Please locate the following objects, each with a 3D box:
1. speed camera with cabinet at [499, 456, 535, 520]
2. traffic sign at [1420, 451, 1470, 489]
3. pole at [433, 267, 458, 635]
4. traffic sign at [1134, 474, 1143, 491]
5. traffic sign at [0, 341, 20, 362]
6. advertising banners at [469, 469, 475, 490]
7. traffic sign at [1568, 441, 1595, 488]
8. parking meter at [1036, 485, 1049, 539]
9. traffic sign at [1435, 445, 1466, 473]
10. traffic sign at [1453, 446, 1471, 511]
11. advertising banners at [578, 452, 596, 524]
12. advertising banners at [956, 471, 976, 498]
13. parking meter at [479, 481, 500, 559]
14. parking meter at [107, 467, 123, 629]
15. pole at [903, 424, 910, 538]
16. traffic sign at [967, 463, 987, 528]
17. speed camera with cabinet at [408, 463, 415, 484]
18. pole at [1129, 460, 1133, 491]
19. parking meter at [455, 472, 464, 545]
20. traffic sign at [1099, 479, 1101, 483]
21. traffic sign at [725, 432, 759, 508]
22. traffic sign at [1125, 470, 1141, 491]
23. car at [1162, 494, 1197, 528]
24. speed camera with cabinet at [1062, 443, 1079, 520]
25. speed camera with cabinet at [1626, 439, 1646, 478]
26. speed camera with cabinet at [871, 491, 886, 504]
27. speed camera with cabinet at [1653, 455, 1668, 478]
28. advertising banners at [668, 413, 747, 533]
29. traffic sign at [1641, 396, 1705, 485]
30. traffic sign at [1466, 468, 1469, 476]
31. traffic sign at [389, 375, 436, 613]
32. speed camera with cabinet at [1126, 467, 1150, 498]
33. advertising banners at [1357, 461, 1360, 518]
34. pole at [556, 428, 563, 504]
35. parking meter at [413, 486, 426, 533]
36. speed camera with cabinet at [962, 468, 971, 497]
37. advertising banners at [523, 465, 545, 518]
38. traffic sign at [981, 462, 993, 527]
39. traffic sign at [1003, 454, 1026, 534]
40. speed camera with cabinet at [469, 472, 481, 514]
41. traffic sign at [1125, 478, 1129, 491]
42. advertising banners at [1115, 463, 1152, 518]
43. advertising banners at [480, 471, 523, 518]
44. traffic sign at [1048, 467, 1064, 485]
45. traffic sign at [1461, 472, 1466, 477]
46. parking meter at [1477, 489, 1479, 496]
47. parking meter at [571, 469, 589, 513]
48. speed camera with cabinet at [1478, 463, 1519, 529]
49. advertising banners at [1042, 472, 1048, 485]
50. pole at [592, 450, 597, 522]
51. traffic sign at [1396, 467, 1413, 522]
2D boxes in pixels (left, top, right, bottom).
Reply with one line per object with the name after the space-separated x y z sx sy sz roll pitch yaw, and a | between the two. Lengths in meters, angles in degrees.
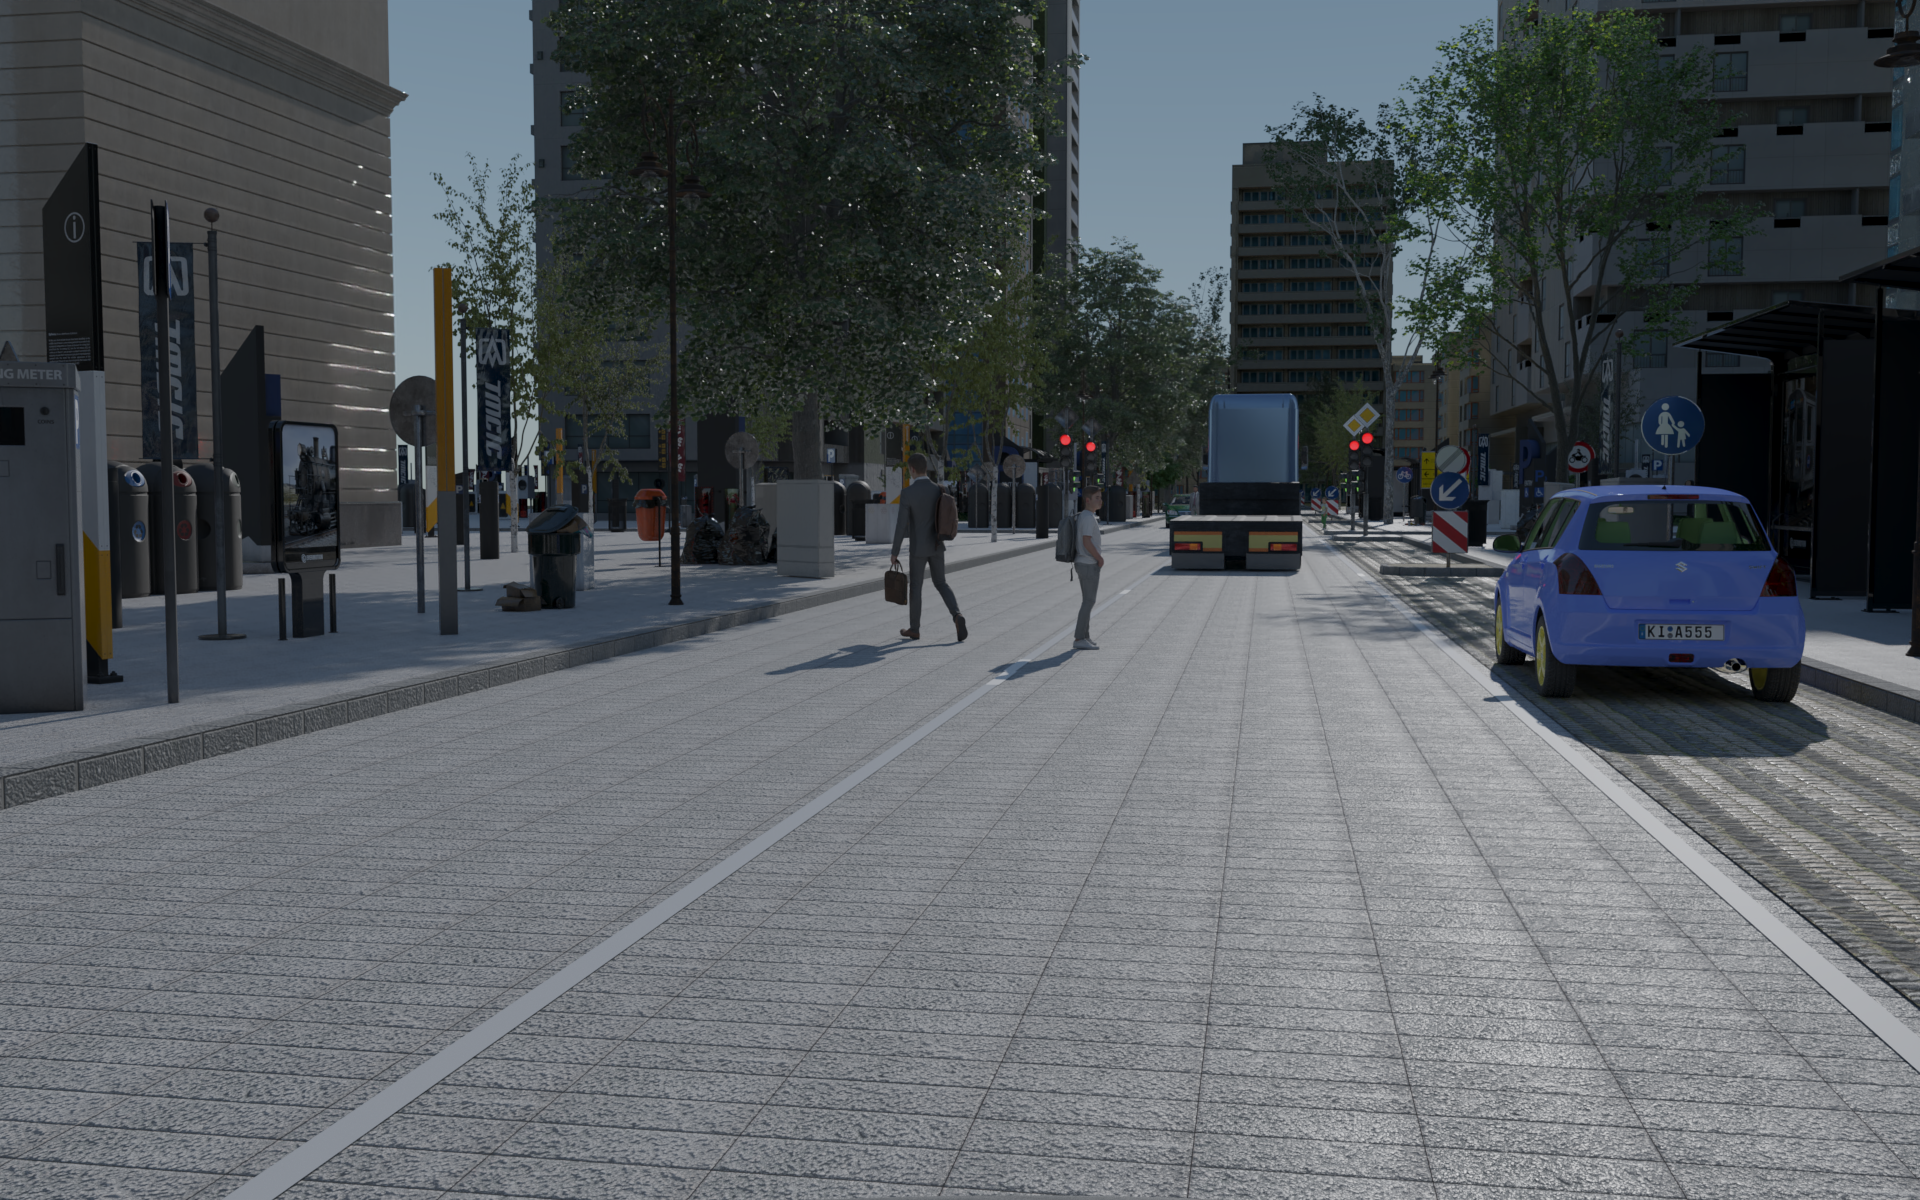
-22.169 -5.626 86.315 2.038 3.252 0.660 2 4 27 | speed camera with cabinet
23.047 -5.408 82.297 2.265 3.308 0.079 1 4 13 | traffic sign
-4.678 -1.340 15.749 0.158 3.312 0.155 0 3 0 | pole
10.914 -6.544 107.100 0.768 2.556 0.104 1 4 14 | traffic sign
-8.080 -0.901 14.730 0.884 2.594 0.081 1 4 19 | traffic sign
-34.168 -7.497 118.762 2.074 3.025 0.090 -3 5 -41 | advertising banners
14.856 -2.542 41.667 0.768 2.556 0.104 1 4 15 | traffic sign
2.374 -2.542 49.973 0.372 1.533 0.369 0 3 0 | parking meter
12.777 -2.757 45.189 0.768 2.556 0.104 1 4 12 | traffic sign
13.192 -2.814 46.123 0.768 2.556 0.104 1 4 11 | traffic sign
-15.765 -4.708 73.157 0.090 3.025 2.074 0 4 6 | advertising banners
0.474 -8.088 128.422 0.090 3.025 2.074 -3 5 -44 | advertising banners
-9.275 -1.573 34.122 0.372 1.533 0.369 0 3 0 | parking meter
-8.210 -0.495 16.508 0.372 1.533 0.369 0 3 0 | parking meter
-1.570 -3.472 50.603 0.158 3.312 0.155 0 3 0 | pole
0.616 -3.872 64.496 0.795 2.450 0.064 1 4 20 | traffic sign
-34.886 -7.003 108.832 0.660 3.252 2.038 2 4 32 | speed camera with cabinet
9.924 -6.524 100.517 0.158 3.312 0.155 0 3 0 | pole
-12.603 -2.321 43.663 0.399 1.863 0.255 0 4 -4 | parking meter
9.099 -6.803 111.328 0.768 2.556 0.104 1 4 15 | traffic sign
-4.469 -2.157 35.379 0.768 2.556 0.104 1 4 18 | traffic sign
9.399 -5.749 94.005 0.884 2.594 0.081 1 4 12 | traffic sign
9.761 -3.818 74.229 2.131 1.459 4.920 1 4 8 | car
4.289 -4.483 67.635 0.660 3.252 2.038 0 4 2 | speed camera with cabinet
23.802 -4.194 62.912 2.038 3.252 0.660 1 4 22 | speed camera with cabinet
-3.409 -5.585 85.656 2.038 3.252 0.660 0 4 1 | speed camera with cabinet
32.220 -5.290 80.825 0.660 3.252 2.038 -2 4 -25 | speed camera with cabinet
-5.366 -2.466 36.513 2.074 3.025 0.090 2 4 29 | advertising banners
9.244 -1.371 22.527 0.768 2.556 0.104 1 4 18 | traffic sign
17.741 -3.769 61.729 0.768 2.556 0.104 1 4 15 | traffic sign
-5.811 -1.131 18.604 0.768 2.556 0.104 1 4 18 | traffic sign
10.925 -7.039 109.424 2.038 3.252 0.660 1 4 14 | speed camera with cabinet
21.697 -5.929 93.133 0.090 3.025 2.074 2 4 35 | advertising banners
-12.426 -3.665 53.769 0.158 3.312 0.155 0 3 0 | pole
-17.631 -2.943 56.528 0.372 1.533 0.369 0 3 0 | parking meter
0.417 -8.333 130.587 0.660 3.252 2.038 3 5 45 | speed camera with cabinet
-23.421 -5.918 92.951 2.074 3.025 0.090 0 4 7 | advertising banners
1.125 -4.172 68.316 0.768 2.556 0.104 1 4 11 | traffic sign
1.724 -3.385 55.452 0.768 2.556 0.104 1 4 19 | traffic sign
-30.876 -7.087 110.207 0.660 3.252 2.038 2 4 31 | speed camera with cabinet
13.189 -8.316 136.072 0.768 2.556 0.104 1 4 19 | traffic sign
9.323 -5.945 93.389 2.074 3.025 0.090 1 4 15 | advertising banners
-23.889 -5.729 89.857 2.074 3.025 0.090 0 4 -6 | advertising banners
3.666 -3.922 66.257 0.606 2.300 0.079 1 4 16 | traffic sign
13.966 -2.860 48.898 0.606 2.300 0.079 1 4 19 | traffic sign
33.371 -6.435 110.930 0.399 1.863 0.255 -1 4 -11 | parking meter
-9.002 -2.163 41.075 0.255 1.863 0.399 2 4 25 | parking meter
20.141 -4.260 63.988 0.660 3.252 2.038 -2 4 -31 | speed camera with cabinet
7.622 -8.705 138.507 2.074 3.025 0.090 0 3 0 | advertising banners
-16.814 -5.248 79.655 0.158 3.312 0.155 0 3 0 | pole
20.752 -4.942 80.906 0.768 2.556 0.104 1 4 16 | traffic sign
